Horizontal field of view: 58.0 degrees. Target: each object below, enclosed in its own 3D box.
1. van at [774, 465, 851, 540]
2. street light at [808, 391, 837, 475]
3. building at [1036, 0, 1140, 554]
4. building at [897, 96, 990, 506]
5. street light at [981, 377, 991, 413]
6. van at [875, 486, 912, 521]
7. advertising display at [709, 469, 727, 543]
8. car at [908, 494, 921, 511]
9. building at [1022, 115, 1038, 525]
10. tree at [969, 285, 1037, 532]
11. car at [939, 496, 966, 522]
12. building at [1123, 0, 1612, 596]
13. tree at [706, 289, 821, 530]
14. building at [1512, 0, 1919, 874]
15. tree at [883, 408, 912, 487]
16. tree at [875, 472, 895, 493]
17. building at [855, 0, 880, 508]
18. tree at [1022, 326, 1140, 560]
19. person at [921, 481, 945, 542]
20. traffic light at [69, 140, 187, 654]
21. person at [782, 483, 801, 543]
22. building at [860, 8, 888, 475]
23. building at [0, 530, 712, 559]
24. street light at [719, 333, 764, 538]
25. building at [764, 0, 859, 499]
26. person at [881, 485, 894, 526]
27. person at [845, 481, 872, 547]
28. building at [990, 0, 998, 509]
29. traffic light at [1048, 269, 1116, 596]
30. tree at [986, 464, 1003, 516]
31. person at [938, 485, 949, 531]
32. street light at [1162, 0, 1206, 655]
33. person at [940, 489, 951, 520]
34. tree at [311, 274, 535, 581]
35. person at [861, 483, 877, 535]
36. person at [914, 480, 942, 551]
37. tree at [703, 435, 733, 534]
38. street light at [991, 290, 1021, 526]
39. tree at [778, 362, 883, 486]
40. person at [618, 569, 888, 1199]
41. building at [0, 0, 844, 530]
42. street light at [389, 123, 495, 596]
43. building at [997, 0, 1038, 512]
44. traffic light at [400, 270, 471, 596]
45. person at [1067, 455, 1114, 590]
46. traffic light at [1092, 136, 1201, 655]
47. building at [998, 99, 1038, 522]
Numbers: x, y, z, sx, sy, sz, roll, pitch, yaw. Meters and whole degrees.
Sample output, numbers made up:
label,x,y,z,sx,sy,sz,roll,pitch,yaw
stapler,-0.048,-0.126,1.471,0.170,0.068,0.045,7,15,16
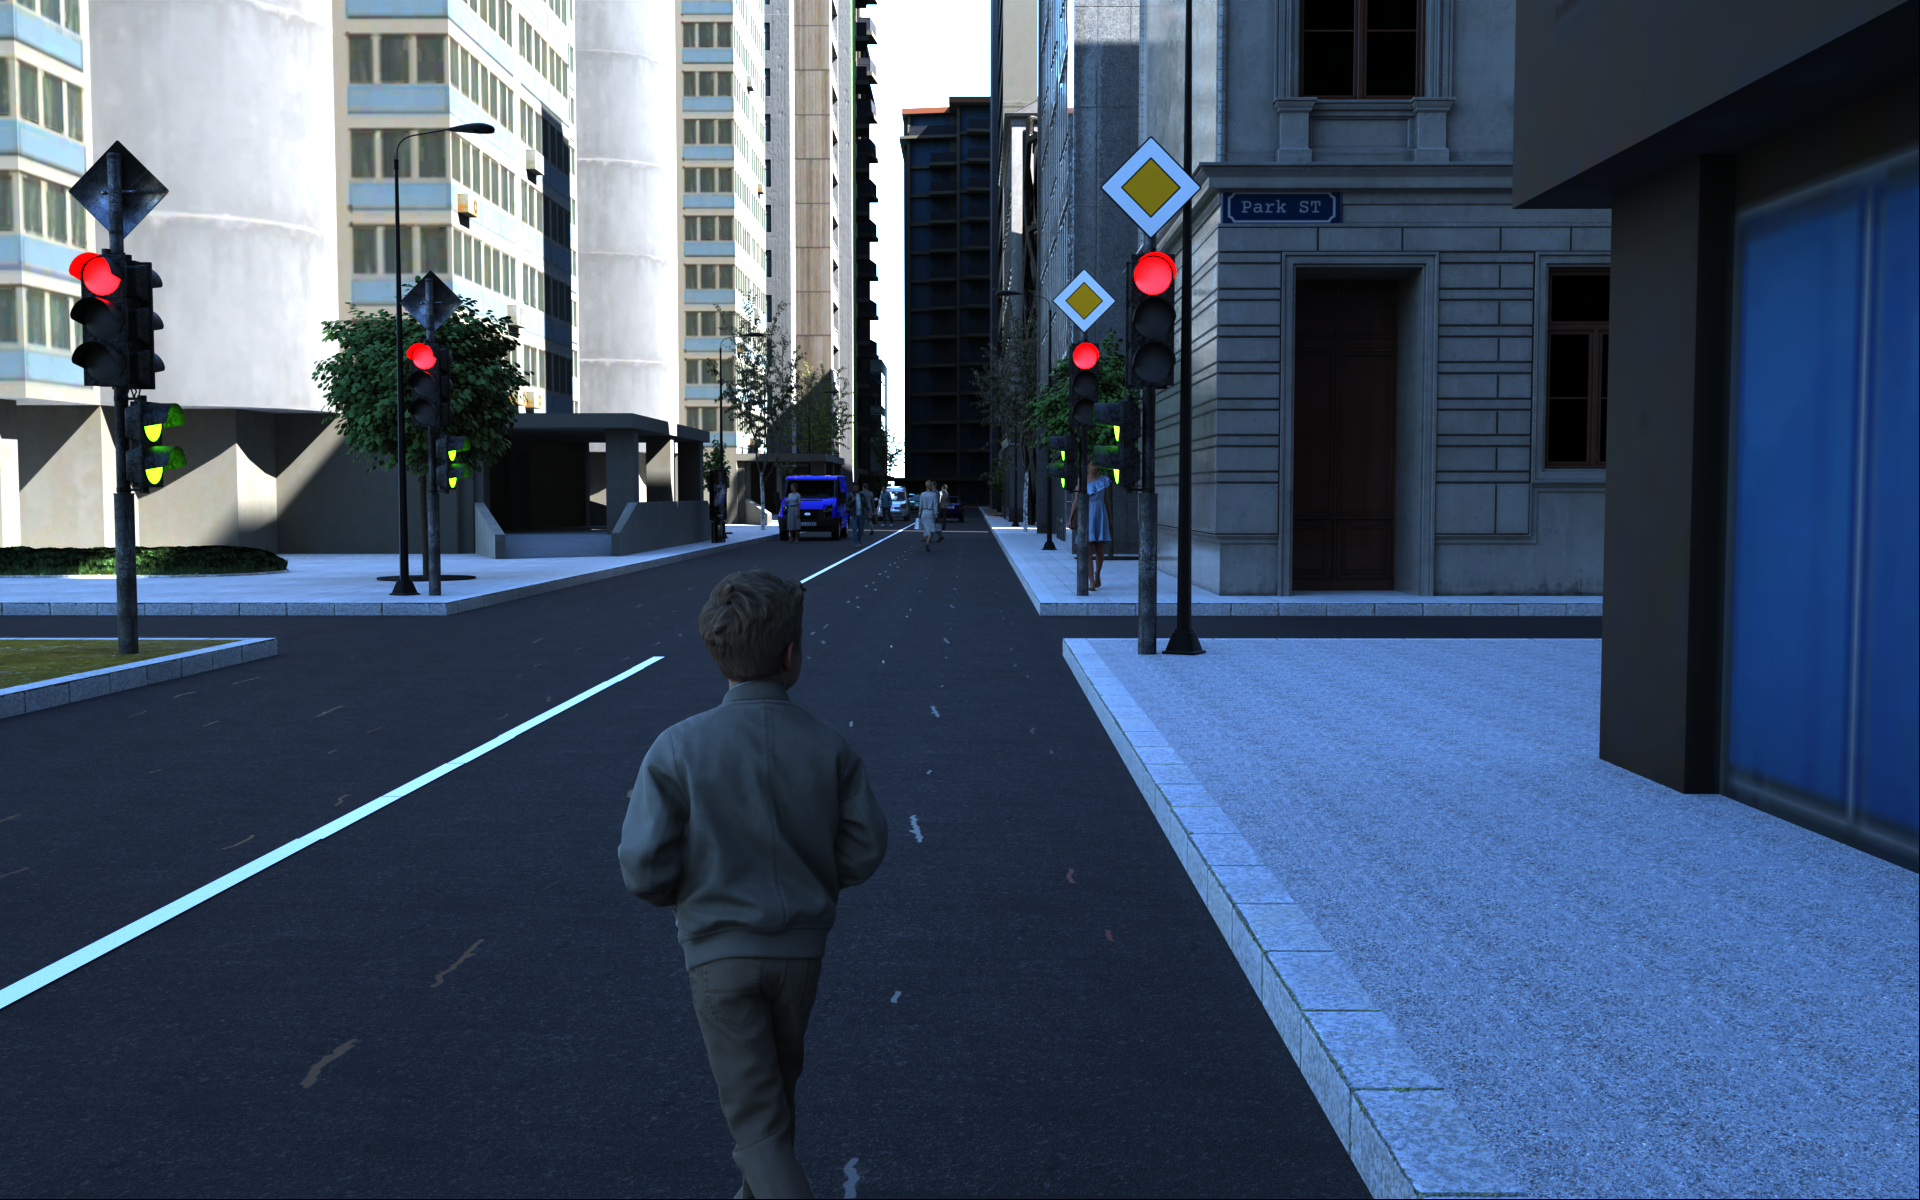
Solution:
label,x,y,z,sx,sy,sz,roll,pitch,yaw
van,-4.638,-3.119,55.382,2.240,2.365,5.245,0,4,0
street light,-6.237,-6.444,77.899,1.470,5.913,1.316,0,4,0
building,8.450,-13.946,46.040,12.078,24.808,19.932,0,4,0
building,6.416,-32.803,190.959,28.867,44.769,22.147,0,4,0
street light,1.667,-5.870,68.517,1.470,5.913,1.316,0,4,0
van,-3.568,-5.283,93.390,2.013,2.044,4.112,0,4,0
advertising display,-6.372,-2.473,45.653,0.123,1.923,0.974,1,4,13
car,-3.273,-7.522,131.785,1.959,1.807,4.718,0,4,-1
building,10.899,-12.396,70.131,16.820,18.784,16.811,0,4,0
tree,2.223,-6.636,58.869,4.360,8.622,3.978,0,3,0
car,-0.662,-4.680,89.099,1.945,1.354,3.894,0,4,-1
building,13.039,-11.613,26.037,21.152,22.565,11.583,0,4,0
tree,-7.038,-6.816,61.805,4.360,8.622,3.978,0,3,0
building,9.611,-21.418,0.295,14.600,45.320,14.200,0,4,0
tree,-6.217,-11.903,144.968,4.737,8.622,4.395,0,3,0
tree,-6.591,-9.446,149.046,1.663,3.219,1.824,0,3,0
building,-21.046,-31.022,161.835,28.867,44.769,22.147,0,4,0
tree,2.942,-3.085,34.162,4.285,4.588,4.351,0,3,0
person,-0.815,-2.630,51.599,0.767,1.812,0.694,-1,4,-12
traffic light,-6.677,-1.523,13.823,0.839,4.253,0.868,0,4,0
person,-4.963,-2.571,51.102,0.480,1.755,0.524,1,4,23
building,-23.722,-53.671,190.192,31.000,86.520,22.319,0,4,0
building,-23.059,-21.379,41.436,32.217,40.220,23.993,0,4,0
street light,-6.344,-4.733,49.932,1.470,5.913,1.316,0,4,0
building,-13.659,-25.729,104.262,14.154,41.232,14.086,0,4,0
person,-3.240,-4.197,77.143,0.660,1.820,0.620,2,4,35
person,-2.814,-2.347,47.218,0.623,1.781,0.721,-3,5,-40
building,13.244,-37.674,157.970,21.231,58.520,28.212,0,4,0
traffic light,1.533,-2.009,21.775,0.839,4.253,0.868,0,4,0
tree,2.541,-6.490,100.719,1.663,3.219,1.824,0,3,0
person,-0.727,-3.607,67.654,0.592,1.802,0.473,-2,4,-31
street light,1.262,-2.522,13.778,1.470,5.913,1.316,0,4,0
person,-0.879,-5.304,95.411,0.709,1.800,0.728,3,5,43
tree,-8.006,-2.590,26.066,4.285,4.588,4.351,0,3,0
person,-3.309,-3.208,61.046,0.694,1.812,0.767,-2,4,-26
person,-0.832,-2.127,43.632,0.694,1.780,0.624,2,4,32
tree,-7.813,-3.743,55.799,1.663,3.219,1.824,0,3,0
street light,1.512,-4.103,39.627,1.470,5.913,1.316,0,4,0
tree,-7.548,-8.828,94.706,4.737,8.622,4.395,0,3,0
person,-0.361,0.598,2.988,0.475,1.303,0.640,-3,4,-37
building,-21.774,-23.616,78.009,32.217,40.220,23.993,0,4,0
street light,-6.521,-3.015,21.835,1.470,5.913,1.316,0,4,0
building,13.225,-29.835,111.510,21.300,48.544,21.600,0,4,0
traffic light,-6.629,-2.011,21.808,0.839,4.253,0.868,0,4,0
person,1.750,-1.045,23.219,0.616,1.811,0.778,0,4,5
traffic light,1.485,-1.521,13.790,0.839,4.253,0.868,0,4,0
building,6.976,-14.606,87.956,9.793,20.994,18.267,0,4,0
